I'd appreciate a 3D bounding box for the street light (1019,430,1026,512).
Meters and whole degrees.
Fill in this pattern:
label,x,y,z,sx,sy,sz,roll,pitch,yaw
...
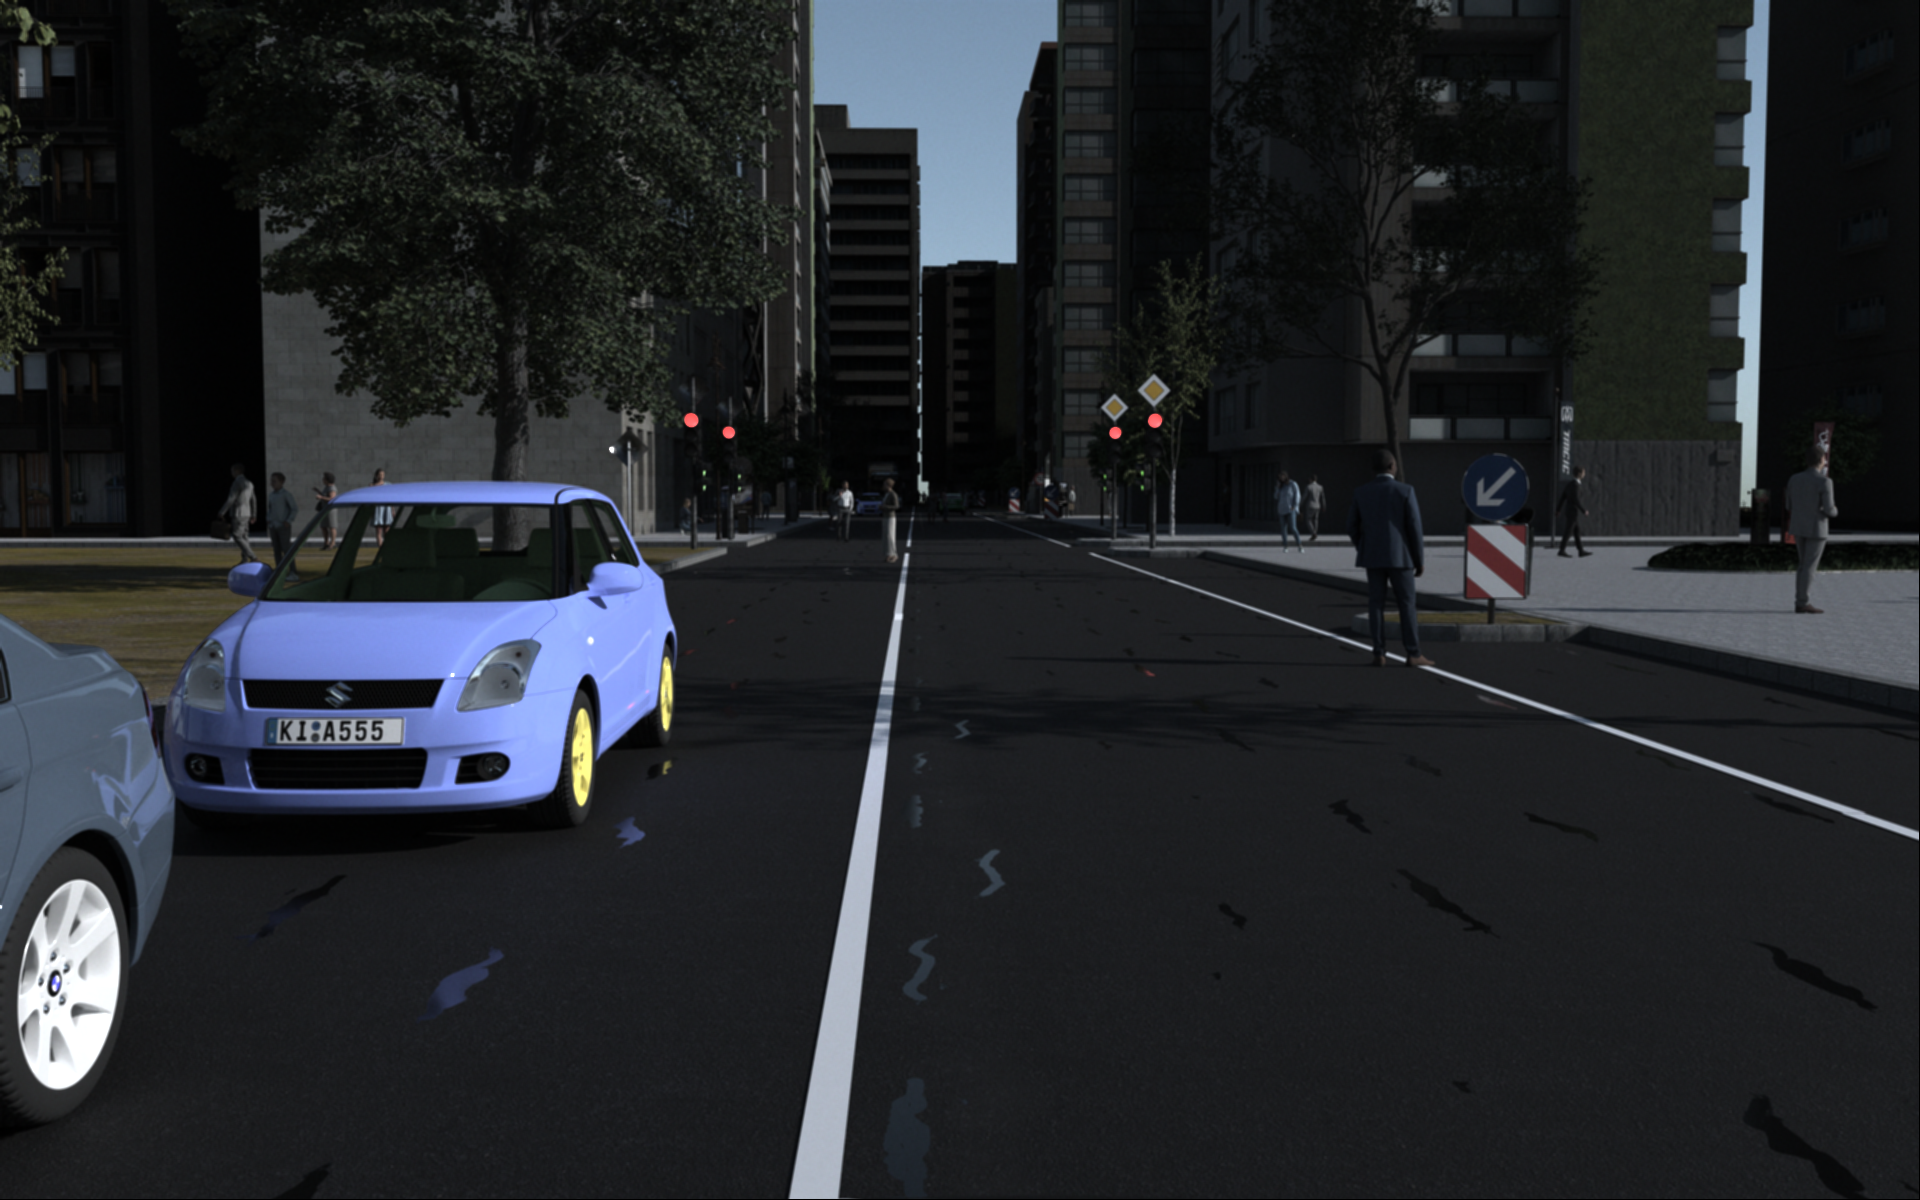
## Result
label,x,y,z,sx,sy,sz,roll,pitch,yaw
street light,4.454,-9.178,122.842,0.468,5.910,1.993,0,4,-1

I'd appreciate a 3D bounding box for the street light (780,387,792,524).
label,x,y,z,sx,sy,sz,roll,pitch,yaw
street light,-7.515,-6.233,74.702,0.468,5.910,1.993,0,4,-1

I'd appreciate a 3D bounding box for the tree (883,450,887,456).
label,x,y,z,sx,sy,sz,roll,pitch,yaw
tree,-10.286,-14.417,186.087,4.360,8.622,3.978,0,3,0

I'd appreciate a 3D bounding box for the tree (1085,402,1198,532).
label,x,y,z,sx,sy,sz,roll,pitch,yaw
tree,6.143,-4.952,64.686,4.285,4.588,4.351,0,3,0

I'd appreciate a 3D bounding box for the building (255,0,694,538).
label,x,y,z,sx,sy,sz,roll,pitch,yaw
building,-15.335,-12.477,58.745,10.420,20.320,16.860,0,4,-1

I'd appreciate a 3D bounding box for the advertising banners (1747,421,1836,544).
label,x,y,z,sx,sy,sz,roll,pitch,yaw
advertising banners,20.013,-2.784,41.703,2.074,3.025,0.090,0,4,-2

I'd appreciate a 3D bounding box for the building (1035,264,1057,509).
label,x,y,z,sx,sy,sz,roll,pitch,yaw
building,20.829,-18.020,139.670,27.650,21.520,28.899,0,4,-1

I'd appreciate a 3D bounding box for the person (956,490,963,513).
label,x,y,z,sx,sy,sz,roll,pitch,yaw
person,-0.004,-7.445,130.901,0.621,1.740,0.551,1,4,19

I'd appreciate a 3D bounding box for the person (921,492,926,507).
label,x,y,z,sx,sy,sz,roll,pitch,yaw
person,-3.931,-10.842,186.699,0.756,1.711,0.436,3,5,39

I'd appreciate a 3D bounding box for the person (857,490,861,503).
label,x,y,z,sx,sy,sz,roll,pitch,yaw
person,-10.931,-11.096,188.399,0.436,1.711,0.756,3,5,41

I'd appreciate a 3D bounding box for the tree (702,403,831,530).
label,x,y,z,sx,sy,sz,roll,pitch,yaw
tree,-7.752,-4.840,62.850,4.285,4.588,4.351,0,3,0

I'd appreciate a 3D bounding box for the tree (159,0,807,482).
label,x,y,z,sx,sy,sz,roll,pitch,yaw
tree,-6.440,-7.205,24.465,9.857,13.997,8.962,0,3,0

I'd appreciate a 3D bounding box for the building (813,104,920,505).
label,x,y,z,sx,sy,sz,roll,pitch,yaw
building,-15.866,-36.413,219.057,21.600,48.544,21.300,0,4,-1

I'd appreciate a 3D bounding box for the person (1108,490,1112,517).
label,x,y,z,sx,sy,sz,roll,pitch,yaw
person,8.450,-5.531,96.351,0.514,1.842,0.818,3,4,36

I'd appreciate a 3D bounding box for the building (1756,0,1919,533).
label,x,y,z,sx,sy,sz,roll,pitch,yaw
building,42.119,-26.875,63.112,21.600,48.544,21.300,0,4,-1

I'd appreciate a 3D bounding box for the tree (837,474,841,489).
label,x,y,z,sx,sy,sz,roll,pitch,yaw
tree,-10.493,-9.040,142.412,1.663,3.219,1.824,0,3,0

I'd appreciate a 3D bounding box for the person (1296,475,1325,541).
label,x,y,z,sx,sy,sz,roll,pitch,yaw
person,9.739,-2.555,47.943,0.709,1.813,0.853,-1,4,-22

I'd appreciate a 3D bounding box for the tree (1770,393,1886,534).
label,x,y,z,sx,sy,sz,roll,pitch,yaw
tree,28.044,-4.425,56.062,4.285,4.588,4.351,0,3,0

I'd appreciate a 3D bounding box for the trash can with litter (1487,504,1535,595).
label,x,y,z,sx,sy,sz,roll,pitch,yaw
trash can with litter,6.920,-0.652,22.041,0.624,1.170,1.055,0,4,4

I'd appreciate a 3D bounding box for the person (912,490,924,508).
label,x,y,z,sx,sy,sz,roll,pitch,yaw
person,-4.384,-10.643,182.533,1.348,1.821,0.705,-1,4,-21

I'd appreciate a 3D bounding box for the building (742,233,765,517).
label,x,y,z,sx,sy,sz,roll,pitch,yaw
building,-19.405,-13.981,96.049,16.820,18.784,16.811,0,4,-1

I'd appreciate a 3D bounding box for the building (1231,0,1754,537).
label,x,y,z,sx,sy,sz,roll,pitch,yaw
building,16.413,-22.879,57.660,14.086,41.232,14.154,0,4,-1

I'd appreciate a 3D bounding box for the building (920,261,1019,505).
label,x,y,z,sx,sy,sz,roll,pitch,yaw
building,2.050,-27.260,217.399,14.107,30.474,14.160,0,4,-1

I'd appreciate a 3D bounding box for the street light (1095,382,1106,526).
label,x,y,z,sx,sy,sz,roll,pitch,yaw
street light,5.783,-5.970,70.392,0.468,5.910,1.993,0,4,-1

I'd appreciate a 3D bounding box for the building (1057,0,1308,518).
label,x,y,z,sx,sy,sz,roll,pitch,yaw
building,12.973,-26.017,108.969,14.154,41.232,14.086,0,4,-1

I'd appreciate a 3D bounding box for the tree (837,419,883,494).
label,x,y,z,sx,sy,sz,roll,pitch,yaw
tree,-10.243,-13.263,167.215,4.360,8.622,3.978,0,3,0

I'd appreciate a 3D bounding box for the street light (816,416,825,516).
label,x,y,z,sx,sy,sz,roll,pitch,yaw
street light,-8.130,-7.828,100.781,0.468,5.910,1.993,0,4,-1

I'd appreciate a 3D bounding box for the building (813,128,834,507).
label,x,y,z,sx,sy,sz,roll,pitch,yaw
building,-25.353,-29.800,179.118,23.993,40.220,32.217,0,4,-1

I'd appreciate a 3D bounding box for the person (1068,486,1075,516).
label,x,y,z,sx,sy,sz,roll,pitch,yaw
person,6.486,-5.782,101.063,0.515,1.767,0.782,1,4,18

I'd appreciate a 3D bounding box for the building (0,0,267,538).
label,x,y,z,sx,sy,sz,roll,pitch,yaw
building,-31.774,-13.818,55.606,15.834,23.373,12.332,0,4,-1

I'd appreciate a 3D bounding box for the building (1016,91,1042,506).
label,x,y,z,sx,sy,sz,roll,pitch,yaw
building,13.493,-32.982,189.364,14.600,45.320,14.200,0,4,-1

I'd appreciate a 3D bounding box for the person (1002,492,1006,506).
label,x,y,z,sx,sy,sz,roll,pitch,yaw
person,4.612,-10.693,181.600,0.721,1.743,1.217,-1,4,-13

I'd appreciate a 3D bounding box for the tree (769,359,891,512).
label,x,y,z,sx,sy,sz,roll,pitch,yaw
tree,-8.919,-11.256,118.440,8.767,10.594,7.601,0,4,-3

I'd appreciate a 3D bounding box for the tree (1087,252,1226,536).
label,x,y,z,sx,sy,sz,roll,pitch,yaw
tree,6.315,-6.263,52.765,4.737,8.622,4.395,0,3,0

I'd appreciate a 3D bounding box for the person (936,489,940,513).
label,x,y,z,sx,sy,sz,roll,pitch,yaw
person,-1.713,-7.591,132.593,0.705,1.826,1.348,0,4,-1

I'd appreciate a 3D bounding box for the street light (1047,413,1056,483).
label,x,y,z,sx,sy,sz,roll,pitch,yaw
street light,5.082,-7.592,96.918,0.468,5.910,1.993,0,4,-1

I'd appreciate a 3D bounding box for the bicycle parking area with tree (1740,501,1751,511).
label,x,y,z,sx,sy,sz,roll,pitch,yaw
bicycle parking area with tree,50.234,-6.867,99.277,8.231,4.147,9.016,-2,4,-28

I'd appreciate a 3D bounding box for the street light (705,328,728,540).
label,x,y,z,sx,sy,sz,roll,pitch,yaw
street light,-6.786,-4.629,48.479,0.468,5.910,1.993,0,4,-1

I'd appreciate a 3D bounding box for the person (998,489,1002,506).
label,x,y,z,sx,sy,sz,roll,pitch,yaw
person,4.401,-11.351,191.648,0.705,1.821,1.348,1,4,12

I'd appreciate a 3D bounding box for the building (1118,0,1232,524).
label,x,y,z,sx,sy,sz,roll,pitch,yaw
building,14.209,-18.895,80.631,14.160,30.474,14.107,0,4,-1

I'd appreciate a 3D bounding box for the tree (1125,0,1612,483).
label,x,y,z,sx,sy,sz,roll,pitch,yaw
tree,7.245,-5.780,28.916,8.767,10.594,7.601,-2,4,-26

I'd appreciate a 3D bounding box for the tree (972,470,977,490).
label,x,y,z,sx,sy,sz,roll,pitch,yaw
tree,2.867,-12.423,186.825,4.285,4.588,4.351,0,3,0

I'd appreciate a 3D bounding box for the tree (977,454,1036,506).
label,x,y,z,sx,sy,sz,roll,pitch,yaw
tree,4.452,-9.391,137.252,4.285,4.588,4.351,0,3,0

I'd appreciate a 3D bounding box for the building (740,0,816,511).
label,x,y,z,sx,sy,sz,roll,pitch,yaw
building,-18.311,-27.291,129.802,14.154,41.232,14.086,0,4,-1

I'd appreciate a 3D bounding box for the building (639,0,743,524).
label,x,y,z,sx,sy,sz,roll,pitch,yaw
building,-16.773,-15.876,77.588,12.078,24.808,19.932,0,4,-1

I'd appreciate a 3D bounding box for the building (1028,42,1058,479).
label,x,y,z,sx,sy,sz,roll,pitch,yaw
building,18.033,-31.399,167.996,22.147,44.769,28.867,0,4,-1

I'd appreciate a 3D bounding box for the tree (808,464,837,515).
label,x,y,z,sx,sy,sz,roll,pitch,yaw
tree,-8.651,-6.792,105.648,1.663,3.219,1.824,0,3,0

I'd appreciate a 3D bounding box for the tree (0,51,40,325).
label,x,y,z,sx,sy,sz,roll,pitch,yaw
tree,-14.816,-4.516,24.196,4.360,8.622,3.978,0,3,0

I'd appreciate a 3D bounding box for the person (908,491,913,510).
label,x,y,z,sx,sy,sz,roll,pitch,yaw
person,-4.535,-9.259,160.410,0.750,1.759,0.617,1,4,12

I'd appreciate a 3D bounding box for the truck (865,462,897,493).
label,x,y,z,sx,sy,sz,roll,pitch,yaw
truck,-6.947,-10.160,155.028,2.839,4.237,11.283,0,4,-1

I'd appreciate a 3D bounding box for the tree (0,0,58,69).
label,x,y,z,sx,sy,sz,roll,pitch,yaw
tree,-6.248,-3.647,9.985,4.737,8.622,4.395,0,3,0

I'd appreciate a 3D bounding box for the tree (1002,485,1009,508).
label,x,y,z,sx,sy,sz,roll,pitch,yaw
tree,4.766,-10.408,164.769,1.663,3.219,1.824,0,3,0
